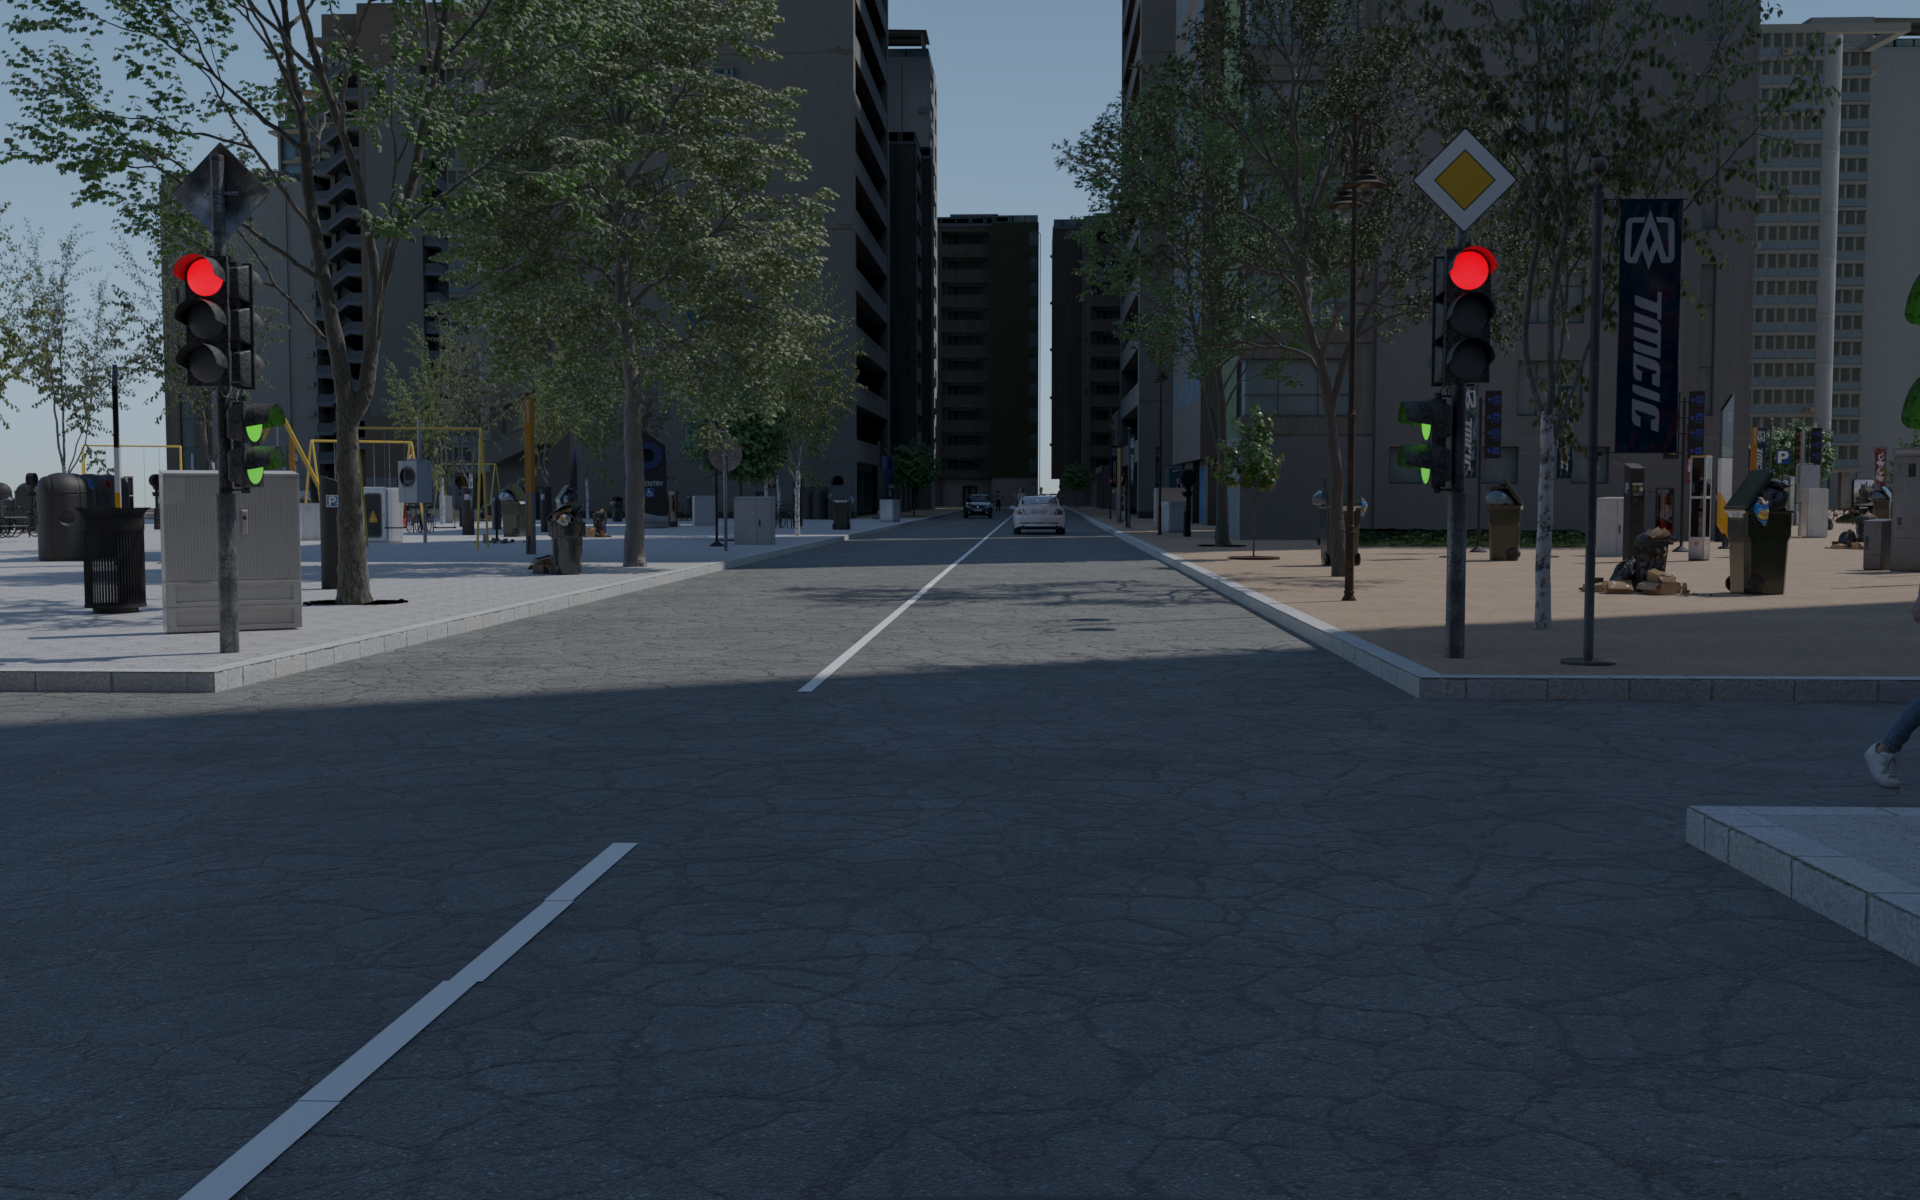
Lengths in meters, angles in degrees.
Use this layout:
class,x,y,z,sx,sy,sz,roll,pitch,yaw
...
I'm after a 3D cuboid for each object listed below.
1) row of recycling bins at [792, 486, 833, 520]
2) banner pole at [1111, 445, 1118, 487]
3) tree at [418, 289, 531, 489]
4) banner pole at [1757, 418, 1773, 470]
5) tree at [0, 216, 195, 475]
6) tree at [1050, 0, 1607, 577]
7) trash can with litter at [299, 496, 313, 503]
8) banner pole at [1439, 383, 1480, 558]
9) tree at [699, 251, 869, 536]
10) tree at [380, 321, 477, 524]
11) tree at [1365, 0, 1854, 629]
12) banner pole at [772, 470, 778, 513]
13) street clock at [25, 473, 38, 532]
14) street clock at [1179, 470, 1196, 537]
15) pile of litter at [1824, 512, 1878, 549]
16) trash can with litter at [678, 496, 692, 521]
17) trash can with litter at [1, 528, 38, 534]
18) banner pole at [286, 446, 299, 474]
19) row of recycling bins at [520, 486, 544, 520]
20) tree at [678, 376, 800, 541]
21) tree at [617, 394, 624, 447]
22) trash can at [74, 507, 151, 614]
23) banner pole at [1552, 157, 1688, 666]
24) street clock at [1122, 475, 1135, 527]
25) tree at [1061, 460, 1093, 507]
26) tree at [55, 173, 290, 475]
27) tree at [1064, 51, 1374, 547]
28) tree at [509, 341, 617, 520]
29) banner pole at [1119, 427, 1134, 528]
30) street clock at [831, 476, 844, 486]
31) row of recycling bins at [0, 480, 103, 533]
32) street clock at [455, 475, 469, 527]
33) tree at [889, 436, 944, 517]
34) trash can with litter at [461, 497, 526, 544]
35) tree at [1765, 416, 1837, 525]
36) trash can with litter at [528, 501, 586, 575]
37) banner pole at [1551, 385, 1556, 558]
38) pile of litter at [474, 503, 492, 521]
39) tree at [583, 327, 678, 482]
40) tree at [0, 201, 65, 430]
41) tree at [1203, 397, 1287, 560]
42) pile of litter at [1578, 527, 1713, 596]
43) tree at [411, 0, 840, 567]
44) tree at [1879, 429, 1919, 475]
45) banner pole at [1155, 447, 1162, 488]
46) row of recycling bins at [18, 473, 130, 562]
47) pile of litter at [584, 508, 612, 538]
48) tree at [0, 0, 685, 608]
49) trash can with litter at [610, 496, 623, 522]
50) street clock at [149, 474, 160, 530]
class,x,y,z,sx,sy,sz,roll,pitch,yaw
row of recycling bins,-7.201,-4.915,87.476,3.534,1.692,1.069,3,5,44
banner pole,7.087,-5.402,78.343,0.401,3.779,0.863,3,5,43
tree,-17.715,-6.878,62.819,4.360,8.622,3.978,0,3,0
banner pole,26.636,-4.123,57.421,0.863,3.779,0.401,-1,4,-9
tree,-24.031,-5.898,46.790,4.360,8.622,3.978,0,3,0
tree,5.880,-5.662,26.981,8.767,10.594,7.601,-1,4,-10
trash can with litter,-26.285,-3.511,68.467,2.233,1.210,1.678,-3,5,-43
banner pole,10.025,-2.733,34.708,0.401,3.779,0.863,-3,4,-37
tree,-4.956,-6.302,53.405,4.737,8.622,4.395,0,3,0
tree,-22.077,-7.490,72.816,4.737,8.622,4.395,0,3,0
tree,5.782,-4.027,16.198,4.360,8.622,3.978,0,3,0
banner pole,-9.340,-5.960,87.460,0.401,3.779,0.863,1,4,18
street clock,-31.542,-3.323,58.904,0.358,2.002,0.471,0,4,-4
street clock,6.822,-2.899,51.970,0.471,2.002,0.358,-1,4,-14
pile of litter,21.142,-1.613,40.335,1.719,0.858,1.176,3,5,40
trash can with litter,-12.704,-4.352,82.218,2.233,1.210,1.678,2,4,30
trash can with litter,-30.438,-2.744,55.928,2.233,1.210,1.678,0,4,7
banner pole,-34.882,-6.141,90.427,0.863,3.779,0.401,1,4,10
row of recycling bins,-21.431,-4.854,86.470,1.069,1.692,3.534,0,4,7
tree,-5.960,-3.911,47.655,4.285,4.588,4.351,0,3,0
tree,-17.953,-8.188,84.243,4.737,8.622,4.395,0,3,0
trash can,-9.147,-0.433,18.734,0.748,1.137,0.748,0,3,0
banner pole,4.981,-1.404,12.977,0.863,3.779,0.401,0,4,2
street clock,6.543,-3.840,67.362,0.471,2.002,0.358,0,4,8
tree,11.176,-11.148,165.984,4.285,4.588,4.351,0,3,0
tree,-17.355,-5.469,39.784,4.360,8.622,3.978,0,3,0
tree,6.226,-7.104,41.902,9.928,11.665,9.643,0,3,0
tree,-18.722,-7.871,79.058,4.737,8.622,4.395,0,3,0
banner pole,6.382,-4.568,64.704,0.401,3.779,0.863,-1,4,-12
street clock,-4.809,-3.872,67.869,0.471,2.002,0.358,-2,4,-25
row of recycling bins,-32.883,-3.365,62.123,3.534,1.692,1.069,-1,4,-21
street clock,-19.330,-3.833,67.241,0.471,2.002,0.358,0,4,5
tree,-2.623,-6.988,97.968,4.285,4.588,4.351,0,3,0
trash can with litter,-12.247,-2.097,45.338,1.678,1.210,2.233,-1,4,-14
tree,35.195,-5.446,72.756,4.285,4.588,4.351,0,3,0
trash can with litter,-6.485,-0.996,27.669,1.055,1.170,0.624,2,4,33
banner pole,12.151,-2.759,35.123,0.863,3.779,0.401,-2,4,-29
pile of litter,-22.272,-4.111,81.182,1.719,0.858,1.176,2,4,30
tree,-13.160,-7.351,70.550,4.360,8.622,3.978,0,3,0
tree,-23.685,-5.540,40.940,4.737,8.622,4.395,0,3,0
tree,5.876,-2.416,34.095,1.663,3.219,1.824,0,3,0
pile of litter,8.826,-0.514,22.365,1.176,0.858,1.719,-1,4,-22
tree,-6.145,-6.867,30.409,7.486,12.596,7.792,0,3,0
tree,27.824,-3.431,50.706,1.663,3.219,1.824,0,3,0
banner pole,9.311,-5.570,81.082,0.401,3.779,0.863,2,4,30
row of recycling bins,-17.489,-1.678,34.546,1.069,1.692,3.534,-1,4,-9
pile of litter,-10.949,-2.296,51.512,1.176,0.858,1.719,0,4,-8
tree,-7.030,-5.763,19.982,9.928,11.665,9.643,0,3,0
trash can with litter,-15.900,-4.197,80.013,0.624,1.170,1.055,-1,4,-17
street clock,-28.884,-3.531,62.297,0.358,2.002,0.471,2,4,34
